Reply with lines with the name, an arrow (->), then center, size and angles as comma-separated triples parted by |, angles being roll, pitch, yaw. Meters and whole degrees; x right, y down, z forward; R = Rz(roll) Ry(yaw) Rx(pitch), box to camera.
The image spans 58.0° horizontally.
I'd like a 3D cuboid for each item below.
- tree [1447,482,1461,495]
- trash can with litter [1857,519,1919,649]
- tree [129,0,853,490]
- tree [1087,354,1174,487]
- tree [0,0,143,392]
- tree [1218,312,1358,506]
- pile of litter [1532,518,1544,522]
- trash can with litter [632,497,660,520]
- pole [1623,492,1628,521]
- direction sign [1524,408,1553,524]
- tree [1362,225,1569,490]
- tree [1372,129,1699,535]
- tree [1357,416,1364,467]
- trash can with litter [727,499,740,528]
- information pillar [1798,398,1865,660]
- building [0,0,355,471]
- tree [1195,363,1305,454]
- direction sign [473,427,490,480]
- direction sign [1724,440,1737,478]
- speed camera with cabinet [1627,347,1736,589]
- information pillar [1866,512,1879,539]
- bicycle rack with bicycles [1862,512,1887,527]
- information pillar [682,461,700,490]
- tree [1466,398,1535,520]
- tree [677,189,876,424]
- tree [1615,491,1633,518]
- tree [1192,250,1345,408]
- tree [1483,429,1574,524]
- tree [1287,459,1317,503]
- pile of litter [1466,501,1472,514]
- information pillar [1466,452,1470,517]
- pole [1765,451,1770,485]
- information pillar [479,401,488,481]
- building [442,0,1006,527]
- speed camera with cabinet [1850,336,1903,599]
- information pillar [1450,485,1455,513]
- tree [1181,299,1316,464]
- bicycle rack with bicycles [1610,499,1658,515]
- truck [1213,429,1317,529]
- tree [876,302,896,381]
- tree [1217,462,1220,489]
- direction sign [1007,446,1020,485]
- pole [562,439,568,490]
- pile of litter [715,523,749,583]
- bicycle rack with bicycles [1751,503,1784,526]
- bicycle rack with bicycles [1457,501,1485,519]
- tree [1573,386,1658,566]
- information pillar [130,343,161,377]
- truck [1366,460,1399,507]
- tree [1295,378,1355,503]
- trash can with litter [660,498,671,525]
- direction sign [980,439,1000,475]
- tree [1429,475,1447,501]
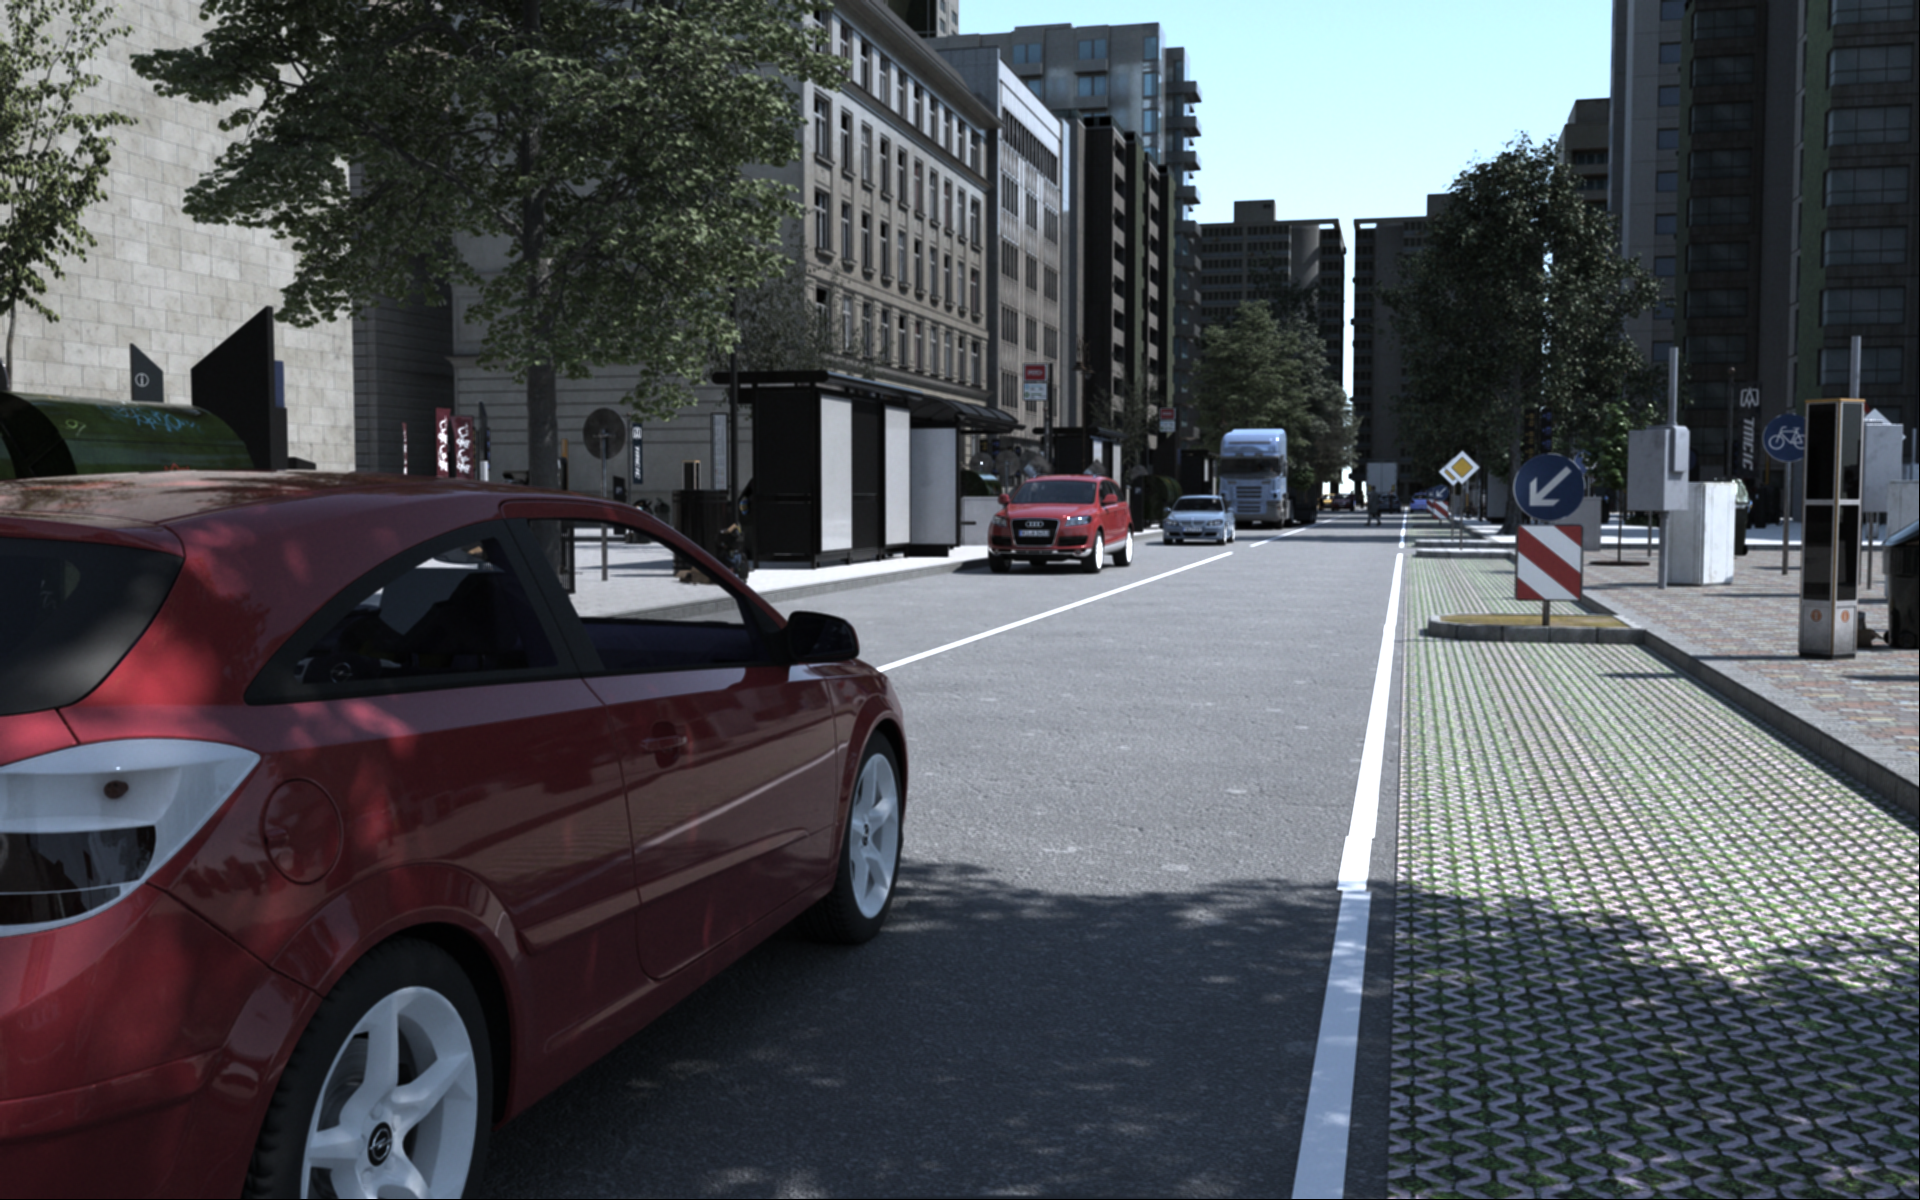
tree -> 41.647, -9.141, 144.058 | 1.663, 3.219, 1.824 | 0, 3, 0
trash can with litter -> 7.764, -0.187, 14.438 | 1.055, 1.170, 0.624 | 1, 4, 12
tree -> -4.892, -6.179, 19.162 | 7.486, 12.596, 7.792 | 0, 3, 0
tree -> 8.929, -8.566, 90.424 | 4.360, 8.622, 3.978 | 0, 3, 0
tree -> -12.693, -4.400, 22.309 | 4.737, 8.622, 4.395 | 0, 3, 0
tree -> 22.032, -13.216, 122.743 | 9.857, 13.997, 8.962 | 0, 3, 0
pile of litter -> 29.113, -4.429, 86.379 | 1.176, 0.858, 1.719 | 1, 4, 15
trash can with litter -> -8.379, -2.041, 44.756 | 0.624, 1.170, 1.055 | -3, 5, -41
pole -> 31.921, -5.455, 83.036 | 0.158, 3.312, 0.155 | 0, 3, 0
direction sign -> 15.341, -3.304, 46.024 | 0.379, 3.537, 0.876 | -2, 4, -34
tree -> 30.810, -15.247, 105.185 | 12.611, 20.169, 13.585 | 0, 3, 0
tree -> 17.726, -8.433, 54.894 | 9.611, 12.733, 9.660 | 0, 3, 0
tree -> 39.659, -17.347, 190.272 | 9.857, 13.997, 8.962 | 0, 3, 0
trash can with litter -> -7.357, -2.702, 55.559 | 0.624, 1.170, 1.055 | 3, 5, 41
information pillar -> 6.791, -0.551, 13.503 | 0.304, 2.012, 0.304 | -2, 4, -28
building -> -21.470, -10.781, 31.028 | 16.860, 20.320, 10.420 | 1, 4, 14
tree -> 18.618, -10.779, 110.643 | 7.601, 10.594, 8.767 | -1, 4, -20
direction sign -> -16.291, -4.075, 58.624 | 0.876, 3.537, 0.379 | -3, 5, -44
direction sign -> 32.216, -4.915, 72.355 | 0.876, 3.537, 0.379 | -2, 4, -28
speed camera with cabinet -> 10.025, -1.816, 24.027 | 2.038, 3.252, 0.660 | -3, 5, -40
information pillar -> 26.151, -2.759, 49.594 | 0.304, 2.012, 0.304 | 2, 4, 35
bicycle rack with bicycles -> 34.776, -3.321, 67.687 | 2.925, 0.926, 2.852 | -2, 4, -27
information pillar -> -5.948, -2.072, 38.371 | 0.304, 2.012, 0.304 | 1, 4, 12
tree -> 25.656, -8.201, 84.455 | 4.737, 8.622, 4.395 | 0, 3, 0
tree -> -4.755, -5.585, 41.676 | 4.360, 8.622, 3.978 | 0, 3, 0
tree -> 36.220, -6.711, 93.432 | 4.285, 4.588, 4.351 | 0, 3, 0
tree -> 24.081, -17.206, 137.215 | 12.611, 20.169, 13.585 | 0, 3, 0
tree -> 20.854, -4.901, 63.841 | 4.285, 4.588, 4.351 | 0, 3, 0
tree -> 31.252, -10.742, 159.352 | 4.285, 4.588, 4.351 | 0, 3, 0
pile of litter -> 35.201, -6.287, 116.760 | 1.719, 0.858, 1.176 | -3, 5, -39
information pillar -> 27.954, -6.359, 95.324 | 0.183, 3.616, 0.504 | 1, 4, 23
pole -> 37.754, -5.331, 81.000 | 0.158, 3.312, 0.155 | 0, 3, 0
information pillar -> -11.955, -3.189, 43.491 | 0.183, 3.616, 0.504 | -2, 4, -29
building -> -9.158, -15.032, 79.053 | 16.112, 22.955, 30.059 | 1, 4, 14
speed camera with cabinet -> 11.535, -1.639, 21.138 | 0.660, 3.252, 2.038 | -1, 4, -12
information pillar -> 33.020, -6.824, 116.058 | 0.304, 2.012, 0.304 | 1, 4, 20
tree -> 16.797, -11.173, 100.804 | 7.486, 12.596, 7.792 | 0, 3, 0
bicycle rack with bicycles -> 44.222, -6.185, 114.508 | 2.852, 0.926, 2.925 | 0, 4, 0
truck -> 13.927, -5.349, 77.214 | 2.967, 4.110, 18.799 | 1, 4, 16
tree -> -4.268, -6.286, 53.143 | 4.360, 8.622, 3.978 | 0, 3, 0
tree -> 14.302, -5.978, 92.344 | 1.663, 3.219, 1.824 | 0, 3, 0
direction sign -> 2.562, -5.533, 82.465 | 0.379, 3.537, 0.876 | -3, 5, -42
pole -> -14.685, -4.317, 64.420 | 0.158, 3.312, 0.155 | 0, 3, 0
pile of litter -> -3.592, -0.684, 25.146 | 1.176, 0.858, 1.719 | 1, 4, 12
bicycle rack with bicycles -> 32.167, -3.495, 70.517 | 2.925, 0.926, 2.852 | 0, 4, -5
bicycle rack with bicycles -> 27.278, -4.694, 90.132 | 2.925, 0.926, 2.852 | 0, 4, -1
tree -> 11.876, -2.251, 31.409 | 1.663, 3.219, 1.824 | 0, 3, 0
information pillar -> -12.724, -2.189, 27.150 | 0.183, 3.616, 0.504 | 3, 5, 39
truck -> 35.688, -9.637, 146.483 | 2.839, 4.237, 11.283 | 1, 4, 14
tree -> 35.495, -16.361, 177.876 | 12.009, 13.543, 11.850 | 0, 3, 0
trash can with litter -> -10.206, -3.025, 60.848 | 1.055, 1.170, 0.624 | 0, 4, 2
direction sign -> 1.225, -4.852, 71.323 | 0.876, 3.537, 0.379 | 1, 4, 21
tree -> 50.237, -11.955, 179.181 | 4.285, 4.588, 4.351 | 0, 3, 0
